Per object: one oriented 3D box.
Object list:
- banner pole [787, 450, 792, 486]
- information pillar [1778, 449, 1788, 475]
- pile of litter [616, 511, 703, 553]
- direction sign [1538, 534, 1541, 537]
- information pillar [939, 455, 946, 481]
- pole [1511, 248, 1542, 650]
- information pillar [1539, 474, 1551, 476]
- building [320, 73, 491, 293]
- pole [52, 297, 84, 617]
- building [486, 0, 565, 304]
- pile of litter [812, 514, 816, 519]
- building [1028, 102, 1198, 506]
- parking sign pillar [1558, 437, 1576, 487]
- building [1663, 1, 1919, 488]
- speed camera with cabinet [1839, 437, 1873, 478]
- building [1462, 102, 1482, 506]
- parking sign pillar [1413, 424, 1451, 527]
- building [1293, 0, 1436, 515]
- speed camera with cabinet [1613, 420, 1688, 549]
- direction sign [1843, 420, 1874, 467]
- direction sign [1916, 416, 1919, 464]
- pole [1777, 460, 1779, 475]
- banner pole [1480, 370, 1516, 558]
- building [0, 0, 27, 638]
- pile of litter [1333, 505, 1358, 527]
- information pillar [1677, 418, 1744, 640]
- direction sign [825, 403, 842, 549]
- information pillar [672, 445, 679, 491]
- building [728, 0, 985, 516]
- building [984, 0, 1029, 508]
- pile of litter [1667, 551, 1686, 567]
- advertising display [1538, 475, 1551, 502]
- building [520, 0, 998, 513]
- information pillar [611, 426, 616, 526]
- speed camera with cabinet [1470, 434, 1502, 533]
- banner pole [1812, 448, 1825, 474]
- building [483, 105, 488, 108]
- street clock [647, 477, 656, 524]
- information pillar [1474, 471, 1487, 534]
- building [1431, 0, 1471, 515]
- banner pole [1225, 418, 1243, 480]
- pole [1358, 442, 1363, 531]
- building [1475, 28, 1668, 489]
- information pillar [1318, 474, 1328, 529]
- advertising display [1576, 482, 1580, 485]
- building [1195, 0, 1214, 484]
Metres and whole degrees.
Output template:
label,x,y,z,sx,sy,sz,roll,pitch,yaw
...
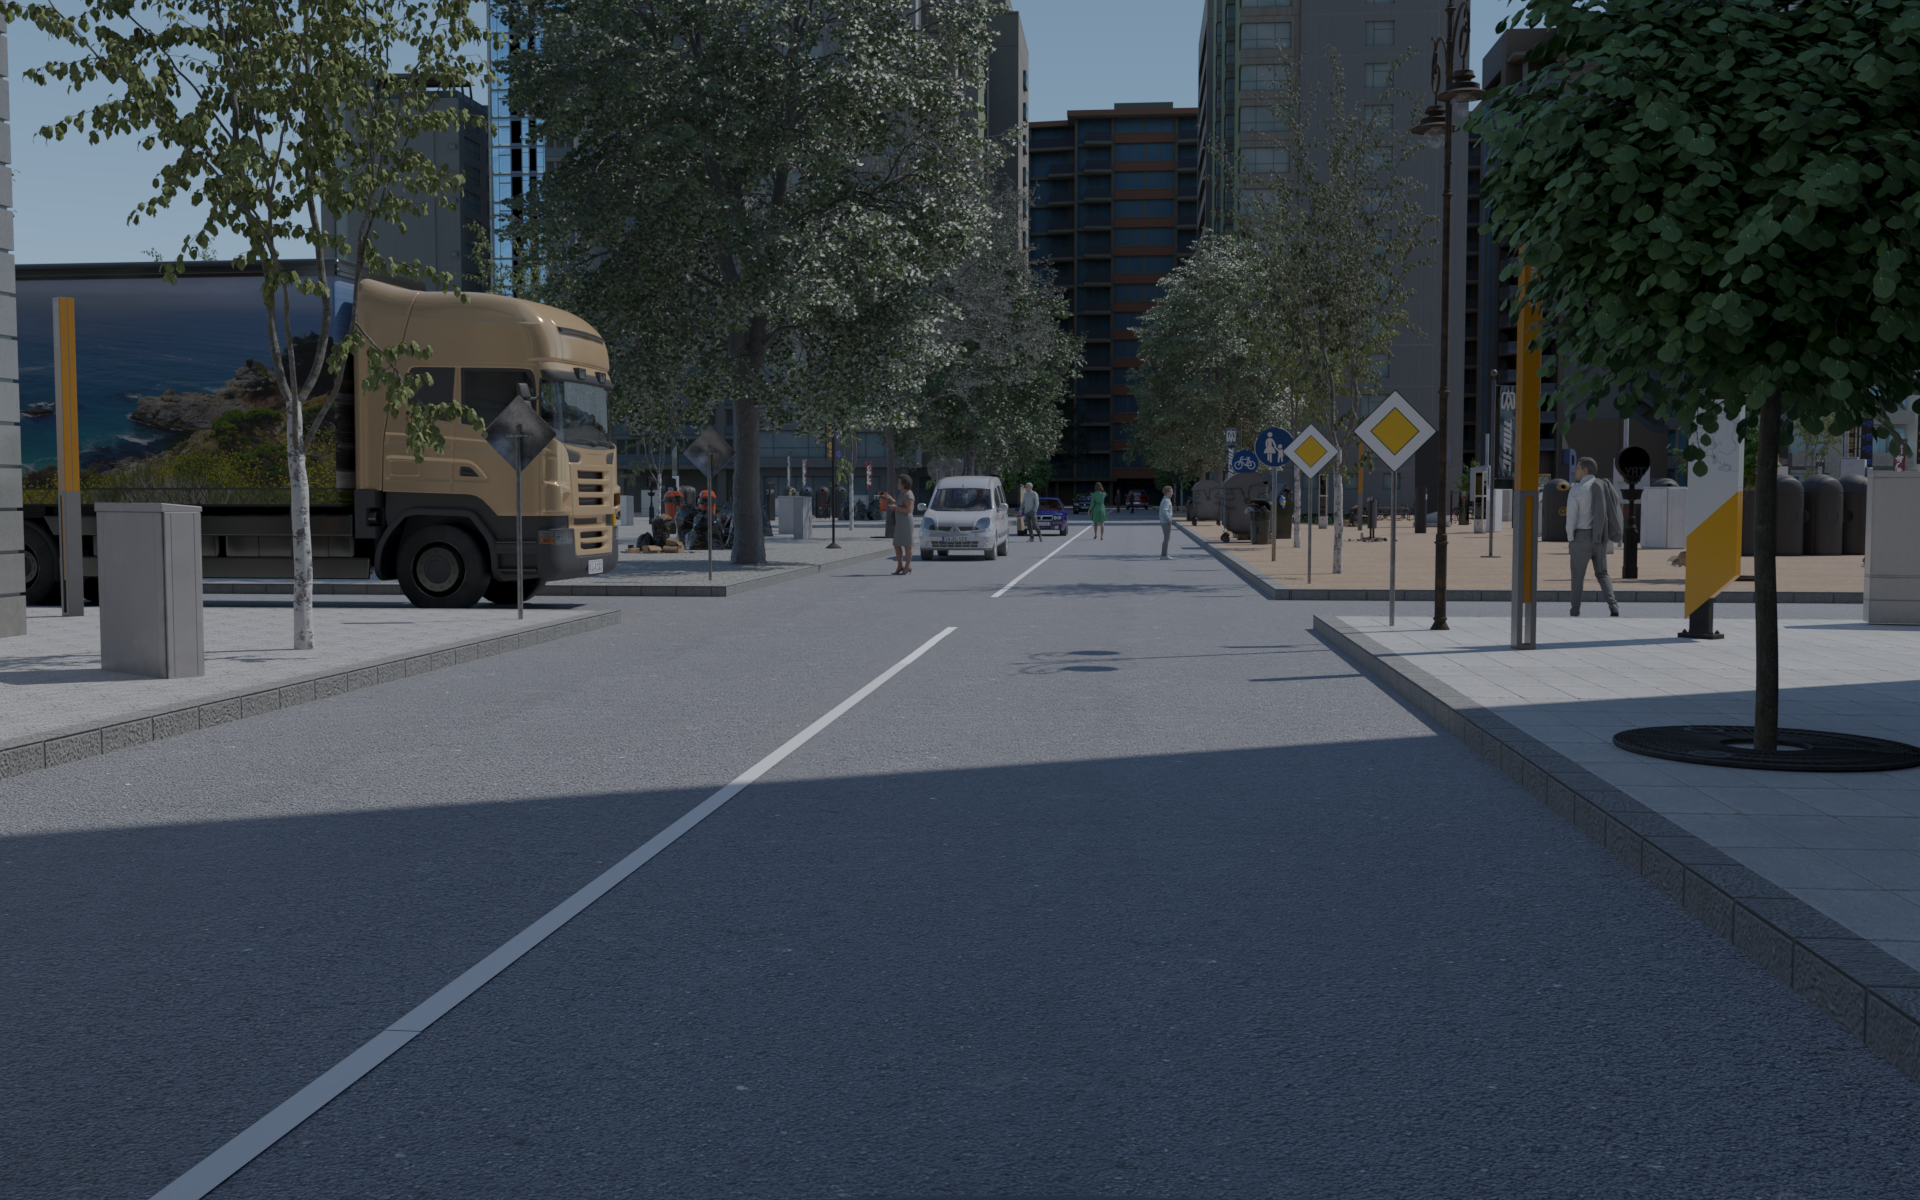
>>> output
label,x,y,z,sx,sy,sz,roll,pitch,yaw
banner pole,-9.696,-6.637,98.529,0.401,3.779,0.863,-1,4,-22
information pillar,24.633,-3.710,52.005,0.504,3.616,0.183,-1,4,-11
pile of litter,-6.517,-1.456,37.772,1.719,0.858,1.176,1,4,15
direction sign,17.215,-3.658,51.804,0.379,3.537,0.876,1,4,11
information pillar,-0.923,-6.131,91.600,0.183,3.616,0.504,3,4,39
pole,4.664,-1.248,14.242,0.158,3.312,0.155,0,3,0
information pillar,21.572,-3.637,63.956,0.304,2.012,0.304,-1,4,-10
building,-53.413,-29.846,171.571,14.086,41.232,14.154,0,4,6
pole,-9.314,-1.483,18.085,0.158,3.312,0.155,0,3,0
building,-30.982,-52.062,163.886,31.000,86.520,22.319,0,4,6
pile of litter,-8.163,-4.685,90.563,1.719,0.858,1.176,-1,4,-22
building,19.991,-33.154,196.690,28.867,44.769,22.147,0,4,6
parking sign pillar,26.205,-5.277,74.758,1.447,3.967,1.447,2,4,34
building,78.630,-32.673,153.812,30.456,49.044,23.786,0,4,6
speed camera with cabinet,22.085,-2.970,42.901,0.660,3.252,2.038,2,4,31
building,62.983,-32.884,192.283,28.867,44.769,22.147,0,4,6
parking sign pillar,18.337,-4.814,67.177,1.447,3.967,1.447,3,4,39
building,26.133,-27.136,127.265,14.154,41.232,14.086,0,4,6
speed camera with cabinet,16.372,-2.859,41.076,0.660,3.252,2.038,-1,4,-16
direction sign,26.438,-3.612,51.051,0.379,3.537,0.876,-2,4,-33
direction sign,25.161,-3.232,44.837,0.379,3.537,0.876,-2,4,-24
pole,23.044,-3.375,49.025,0.158,3.312,0.155,0,3,0
banner pole,10.953,-2.754,35.047,0.863,3.779,0.401,-2,4,-25
building,-23.685,-14.281,10.989,29.804,29.767,11.434,0,4,6
pile of litter,15.192,-3.295,67.846,1.176,0.858,1.719,2,4,23
information pillar,6.645,-1.461,15.247,0.183,3.616,0.504,-3,4,-36
direction sign,-2.984,-2.983,40.769,0.379,3.537,0.876,1,4,18
information pillar,-13.040,-5.387,79.438,0.183,3.616,0.504,-3,4,-38
building,-6.005,-25.957,107.997,14.154,41.232,14.086,0,4,6
building,-4.692,-33.024,163.636,21.600,48.544,21.300,0,4,6
pile of litter,13.206,-1.037,30.917,1.719,0.858,1.176,-3,5,-42
advertising display,20.040,-3.343,59.872,0.974,1.923,0.123,-2,4,-32
building,-13.294,-26.665,127.856,32.217,40.220,23.993,0,4,6
information pillar,-7.784,-2.900,38.766,0.183,3.616,0.504,0,4,-5
speed camera with cabinet,17.521,-3.873,57.658,0.660,3.252,2.038,2,4,31
banner pole,46.061,-6.306,93.127,0.401,3.779,0.863,-3,5,-42
building,-54.525,-33.610,199.642,14.200,45.320,14.600,0,4,6
street clock,-13.024,-4.193,73.122,0.358,2.002,0.471,-2,4,-34
information pillar,16.861,-3.157,56.104,0.304,2.012,0.304,3,5,41
building,24.911,-26.279,113.257,14.154,41.232,14.086,0,4,6
banner pole,9.052,-4.103,57.093,0.863,3.779,0.401,-2,4,-30
pole,14.056,-4.093,60.769,0.158,3.312,0.155,0,3,0
building,56.932,-31.266,161.313,14.200,45.320,14.600,0,4,6
information pillar,13.409,-3.635,63.926,0.304,2.012,0.304,1,4,19
advertising display,33.806,-5.495,95.063,0.974,1.923,0.123,2,4,34
building,32.816,-32.724,158.745,21.300,48.544,21.600,0,4,6
